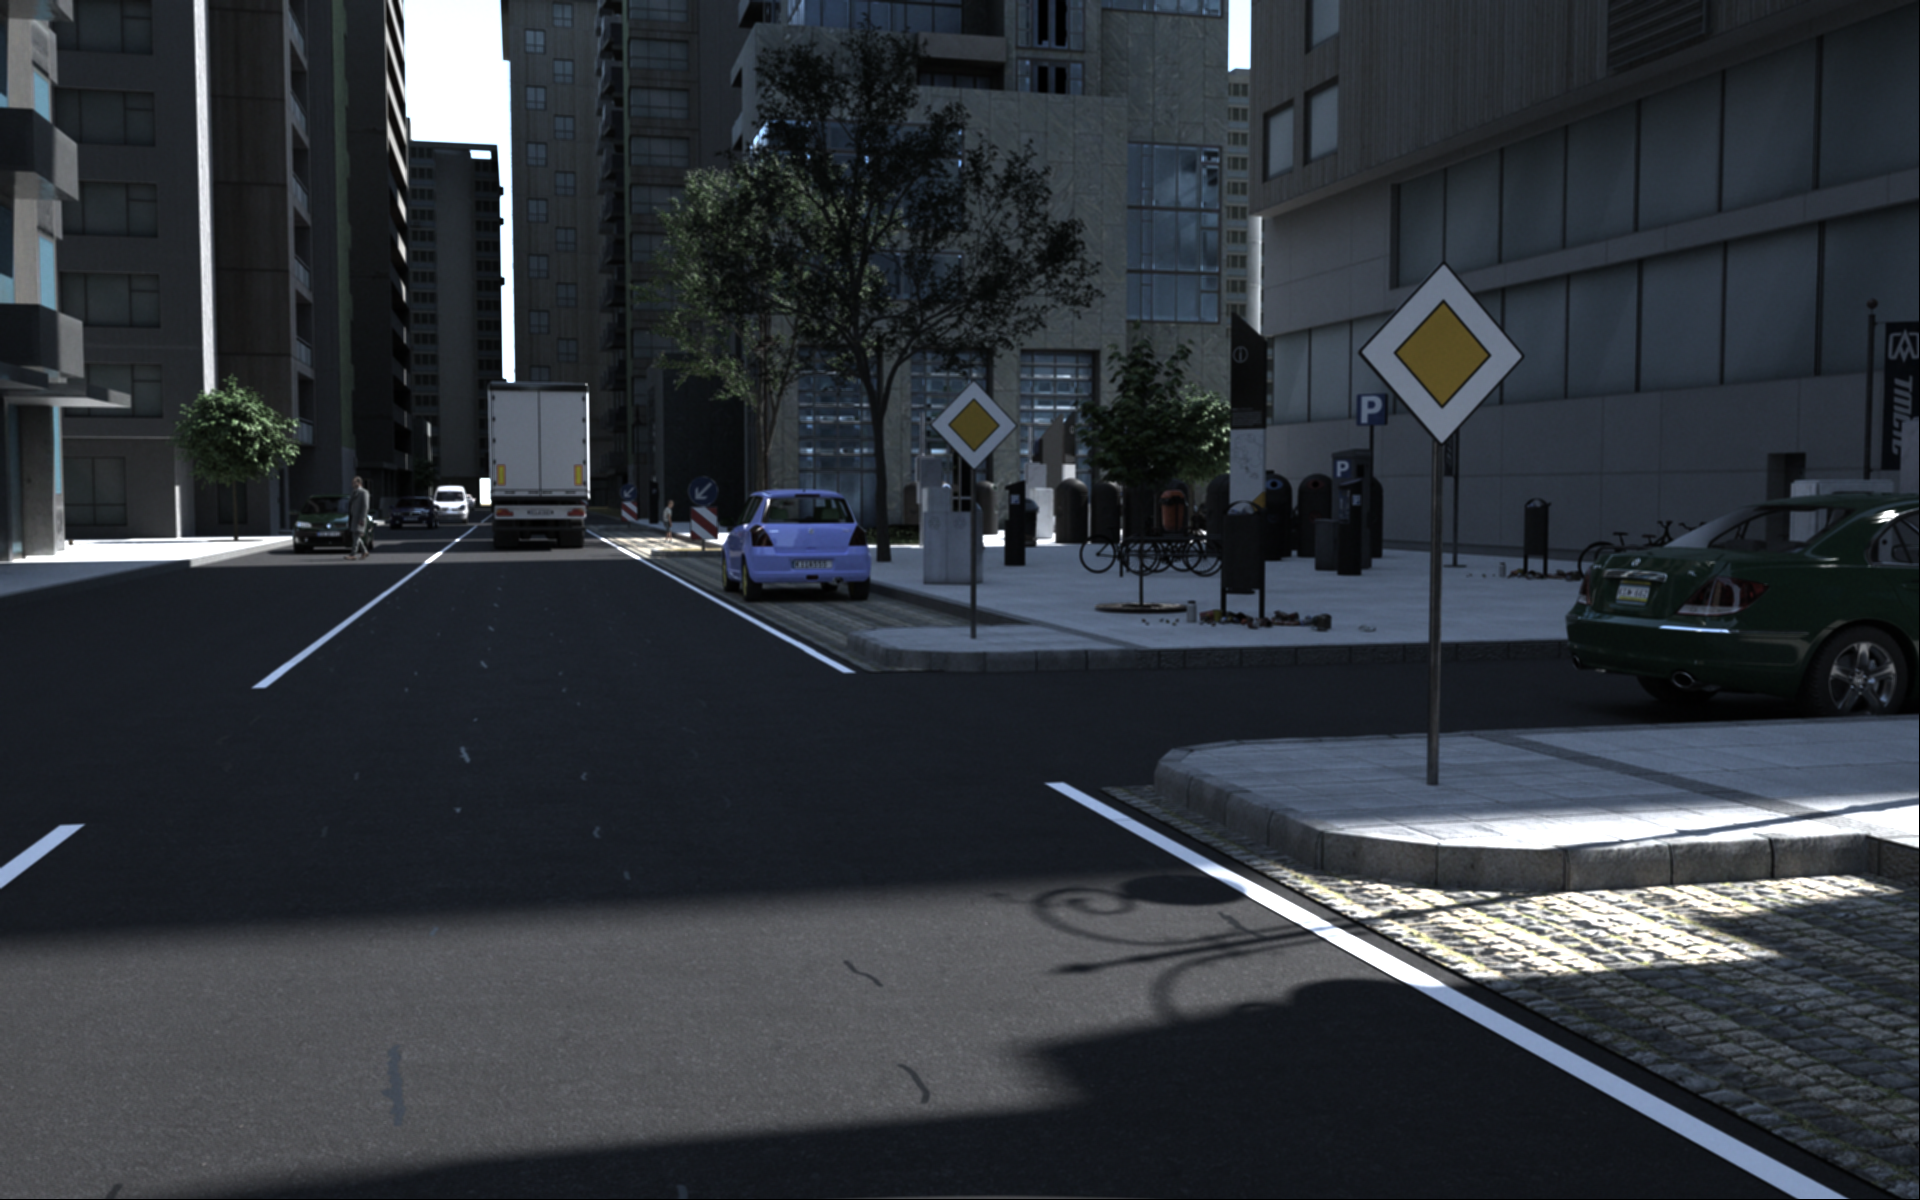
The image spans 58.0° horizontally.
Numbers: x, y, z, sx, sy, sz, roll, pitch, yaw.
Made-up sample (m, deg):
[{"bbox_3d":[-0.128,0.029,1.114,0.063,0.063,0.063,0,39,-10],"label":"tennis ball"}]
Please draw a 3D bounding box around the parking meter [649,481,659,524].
[{"bbox_3d":[-13.225,-4.229,74.859,0.399,1.863,0.255,-2,4,-24],"label":"parking meter"}]

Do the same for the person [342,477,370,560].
[{"bbox_3d":[-13.181,-1.784,37.778,0.694,1.812,0.767,3,4,39],"label":"person"}]

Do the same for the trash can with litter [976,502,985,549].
[{"bbox_3d":[0.315,-1.665,38.612,0.624,1.170,1.055,-1,4,-18],"label":"trash can with litter"}]

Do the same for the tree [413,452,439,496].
[{"bbox_3d":[-42.463,-9.297,135.724,4.285,4.588,4.351,0,3,0],"label":"tree"}]

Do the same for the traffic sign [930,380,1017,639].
[{"bbox_3d":[0.116,-0.715,15.325,0.795,2.450,0.064,-1,4,-14],"label":"traffic sign"}]

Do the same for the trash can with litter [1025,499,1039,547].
[{"bbox_3d":[1.711,-1.892,42.320,0.624,1.170,1.055,0,4,-7],"label":"trash can with litter"}]

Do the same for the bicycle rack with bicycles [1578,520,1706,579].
[{"bbox_3d":[9.511,-0.576,22.797,2.852,0.926,2.925,-3,5,-45],"label":"bicycle rack with bicycles"}]

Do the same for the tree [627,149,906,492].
[{"bbox_3d":[-5.738,-7.673,51.212,9.928,11.665,9.643,0,3,0],"label":"tree"}]

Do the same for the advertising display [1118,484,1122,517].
[{"bbox_3d":[5.311,-2.964,53.677,0.974,1.923,0.123,-1,4,-20],"label":"advertising display"}]

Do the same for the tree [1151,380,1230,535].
[{"bbox_3d":[6.776,-4.061,50.104,4.285,4.588,4.351,0,3,0],"label":"tree"}]

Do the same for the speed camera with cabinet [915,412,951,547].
[{"bbox_3d":[-0.630,-2.879,41.410,0.660,3.252,2.038,-1,4,-9],"label":"speed camera with cabinet"}]

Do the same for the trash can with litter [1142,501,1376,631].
[{"bbox_3d":[2.982,-0.355,16.857,1.678,1.210,2.233,-3,5,-40],"label":"trash can with litter"}]

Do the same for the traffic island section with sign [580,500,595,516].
[{"bbox_3d":[-24.954,-6.447,114.034,1.989,1.847,2.006,-1,4,-14],"label":"traffic island section with sign"}]

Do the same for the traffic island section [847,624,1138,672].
[{"bbox_3d":[0.137,0.420,15.408,2.009,0.180,2.903,-1,4,-14],"label":"traffic island section"}]

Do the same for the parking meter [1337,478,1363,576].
[{"bbox_3d":[6.166,-1.161,27.392,0.372,1.533,0.369,0,3,0],"label":"parking meter"}]

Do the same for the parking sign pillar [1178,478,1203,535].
[{"bbox_3d":[6.776,-3.970,53.375,1.447,3.967,1.447,-1,4,-16],"label":"parking sign pillar"}]

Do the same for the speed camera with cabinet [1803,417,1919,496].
[{"bbox_3d":[10.954,-1.599,20.486,2.038,3.252,0.660,0,4,-5],"label":"speed camera with cabinet"}]

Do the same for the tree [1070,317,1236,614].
[{"bbox_3d":[1.945,-1.500,19.126,1.663,3.219,1.824,0,3,0],"label":"tree"}]

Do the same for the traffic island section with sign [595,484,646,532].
[{"bbox_3d":[-12.858,-3.539,66.489,1.989,1.847,2.006,-1,4,-14],"label":"traffic island section with sign"}]

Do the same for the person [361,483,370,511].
[{"bbox_3d":[-19.810,-2.991,57.396,0.794,1.824,0.713,-1,4,-13],"label":"person"}]

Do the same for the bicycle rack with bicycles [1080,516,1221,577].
[{"bbox_3d":[3.363,-0.875,27.695,2.925,0.926,2.852,1,4,10],"label":"bicycle rack with bicycles"}]

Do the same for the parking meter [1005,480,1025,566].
[{"bbox_3d":[0.985,-1.386,31.074,0.372,1.533,0.369,0,3,0],"label":"parking meter"}]

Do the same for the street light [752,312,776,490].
[{"bbox_3d":[-4.696,-4.226,41.877,0.468,5.910,1.993,-1,4,-14],"label":"street light"}]

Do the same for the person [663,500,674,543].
[{"bbox_3d":[-8.563,-2.308,50.913,0.352,1.250,0.332,1,4,11],"label":"person"}]

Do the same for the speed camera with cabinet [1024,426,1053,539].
[{"bbox_3d":[2.289,-3.407,50.044,0.660,3.252,2.038,0,4,-5],"label":"speed camera with cabinet"}]

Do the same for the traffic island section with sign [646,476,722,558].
[{"bbox_3d":[-6.078,-1.907,39.808,1.989,1.847,2.006,-1,4,-14],"label":"traffic island section with sign"}]

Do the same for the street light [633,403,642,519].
[{"bbox_3d":[-16.414,-7.063,88.270,0.468,5.910,1.993,-1,4,-14],"label":"street light"}]

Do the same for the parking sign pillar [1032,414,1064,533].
[{"bbox_3d":[2.927,-4.232,57.661,1.447,3.967,1.447,3,4,36],"label":"parking sign pillar"}]

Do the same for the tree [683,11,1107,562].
[{"bbox_3d":[-1.398,-6.026,32.942,8.767,10.594,7.601,0,4,4],"label":"tree"}]

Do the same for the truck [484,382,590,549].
[{"bbox_3d":[-11.989,-3.668,48.882,2.839,4.237,11.283,-1,4,-15],"label":"truck"}]

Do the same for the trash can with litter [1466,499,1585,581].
[{"bbox_3d":[8.871,-0.928,26.235,1.678,1.210,2.233,-1,4,-17],"label":"trash can with litter"}]

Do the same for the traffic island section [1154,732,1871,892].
[{"bbox_3d":[2.105,0.894,7.668,2.009,0.180,2.903,-1,4,-14],"label":"traffic island section"}]

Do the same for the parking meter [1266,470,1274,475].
[{"bbox_3d":[7.578,-2.269,42.802,0.255,1.863,0.399,-1,4,-10],"label":"parking meter"}]

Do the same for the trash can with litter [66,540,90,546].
[{"bbox_3d":[-22.682,-1.939,42.756,2.233,1.210,1.678,-3,4,-37],"label":"trash can with litter"}]

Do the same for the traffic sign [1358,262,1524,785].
[{"bbox_3d":[2.084,-0.241,7.586,0.795,2.450,0.064,-1,4,-14],"label":"traffic sign"}]

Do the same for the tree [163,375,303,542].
[{"bbox_3d":[-19.781,-3.871,47.005,4.285,4.588,4.351,0,3,0],"label":"tree"}]
